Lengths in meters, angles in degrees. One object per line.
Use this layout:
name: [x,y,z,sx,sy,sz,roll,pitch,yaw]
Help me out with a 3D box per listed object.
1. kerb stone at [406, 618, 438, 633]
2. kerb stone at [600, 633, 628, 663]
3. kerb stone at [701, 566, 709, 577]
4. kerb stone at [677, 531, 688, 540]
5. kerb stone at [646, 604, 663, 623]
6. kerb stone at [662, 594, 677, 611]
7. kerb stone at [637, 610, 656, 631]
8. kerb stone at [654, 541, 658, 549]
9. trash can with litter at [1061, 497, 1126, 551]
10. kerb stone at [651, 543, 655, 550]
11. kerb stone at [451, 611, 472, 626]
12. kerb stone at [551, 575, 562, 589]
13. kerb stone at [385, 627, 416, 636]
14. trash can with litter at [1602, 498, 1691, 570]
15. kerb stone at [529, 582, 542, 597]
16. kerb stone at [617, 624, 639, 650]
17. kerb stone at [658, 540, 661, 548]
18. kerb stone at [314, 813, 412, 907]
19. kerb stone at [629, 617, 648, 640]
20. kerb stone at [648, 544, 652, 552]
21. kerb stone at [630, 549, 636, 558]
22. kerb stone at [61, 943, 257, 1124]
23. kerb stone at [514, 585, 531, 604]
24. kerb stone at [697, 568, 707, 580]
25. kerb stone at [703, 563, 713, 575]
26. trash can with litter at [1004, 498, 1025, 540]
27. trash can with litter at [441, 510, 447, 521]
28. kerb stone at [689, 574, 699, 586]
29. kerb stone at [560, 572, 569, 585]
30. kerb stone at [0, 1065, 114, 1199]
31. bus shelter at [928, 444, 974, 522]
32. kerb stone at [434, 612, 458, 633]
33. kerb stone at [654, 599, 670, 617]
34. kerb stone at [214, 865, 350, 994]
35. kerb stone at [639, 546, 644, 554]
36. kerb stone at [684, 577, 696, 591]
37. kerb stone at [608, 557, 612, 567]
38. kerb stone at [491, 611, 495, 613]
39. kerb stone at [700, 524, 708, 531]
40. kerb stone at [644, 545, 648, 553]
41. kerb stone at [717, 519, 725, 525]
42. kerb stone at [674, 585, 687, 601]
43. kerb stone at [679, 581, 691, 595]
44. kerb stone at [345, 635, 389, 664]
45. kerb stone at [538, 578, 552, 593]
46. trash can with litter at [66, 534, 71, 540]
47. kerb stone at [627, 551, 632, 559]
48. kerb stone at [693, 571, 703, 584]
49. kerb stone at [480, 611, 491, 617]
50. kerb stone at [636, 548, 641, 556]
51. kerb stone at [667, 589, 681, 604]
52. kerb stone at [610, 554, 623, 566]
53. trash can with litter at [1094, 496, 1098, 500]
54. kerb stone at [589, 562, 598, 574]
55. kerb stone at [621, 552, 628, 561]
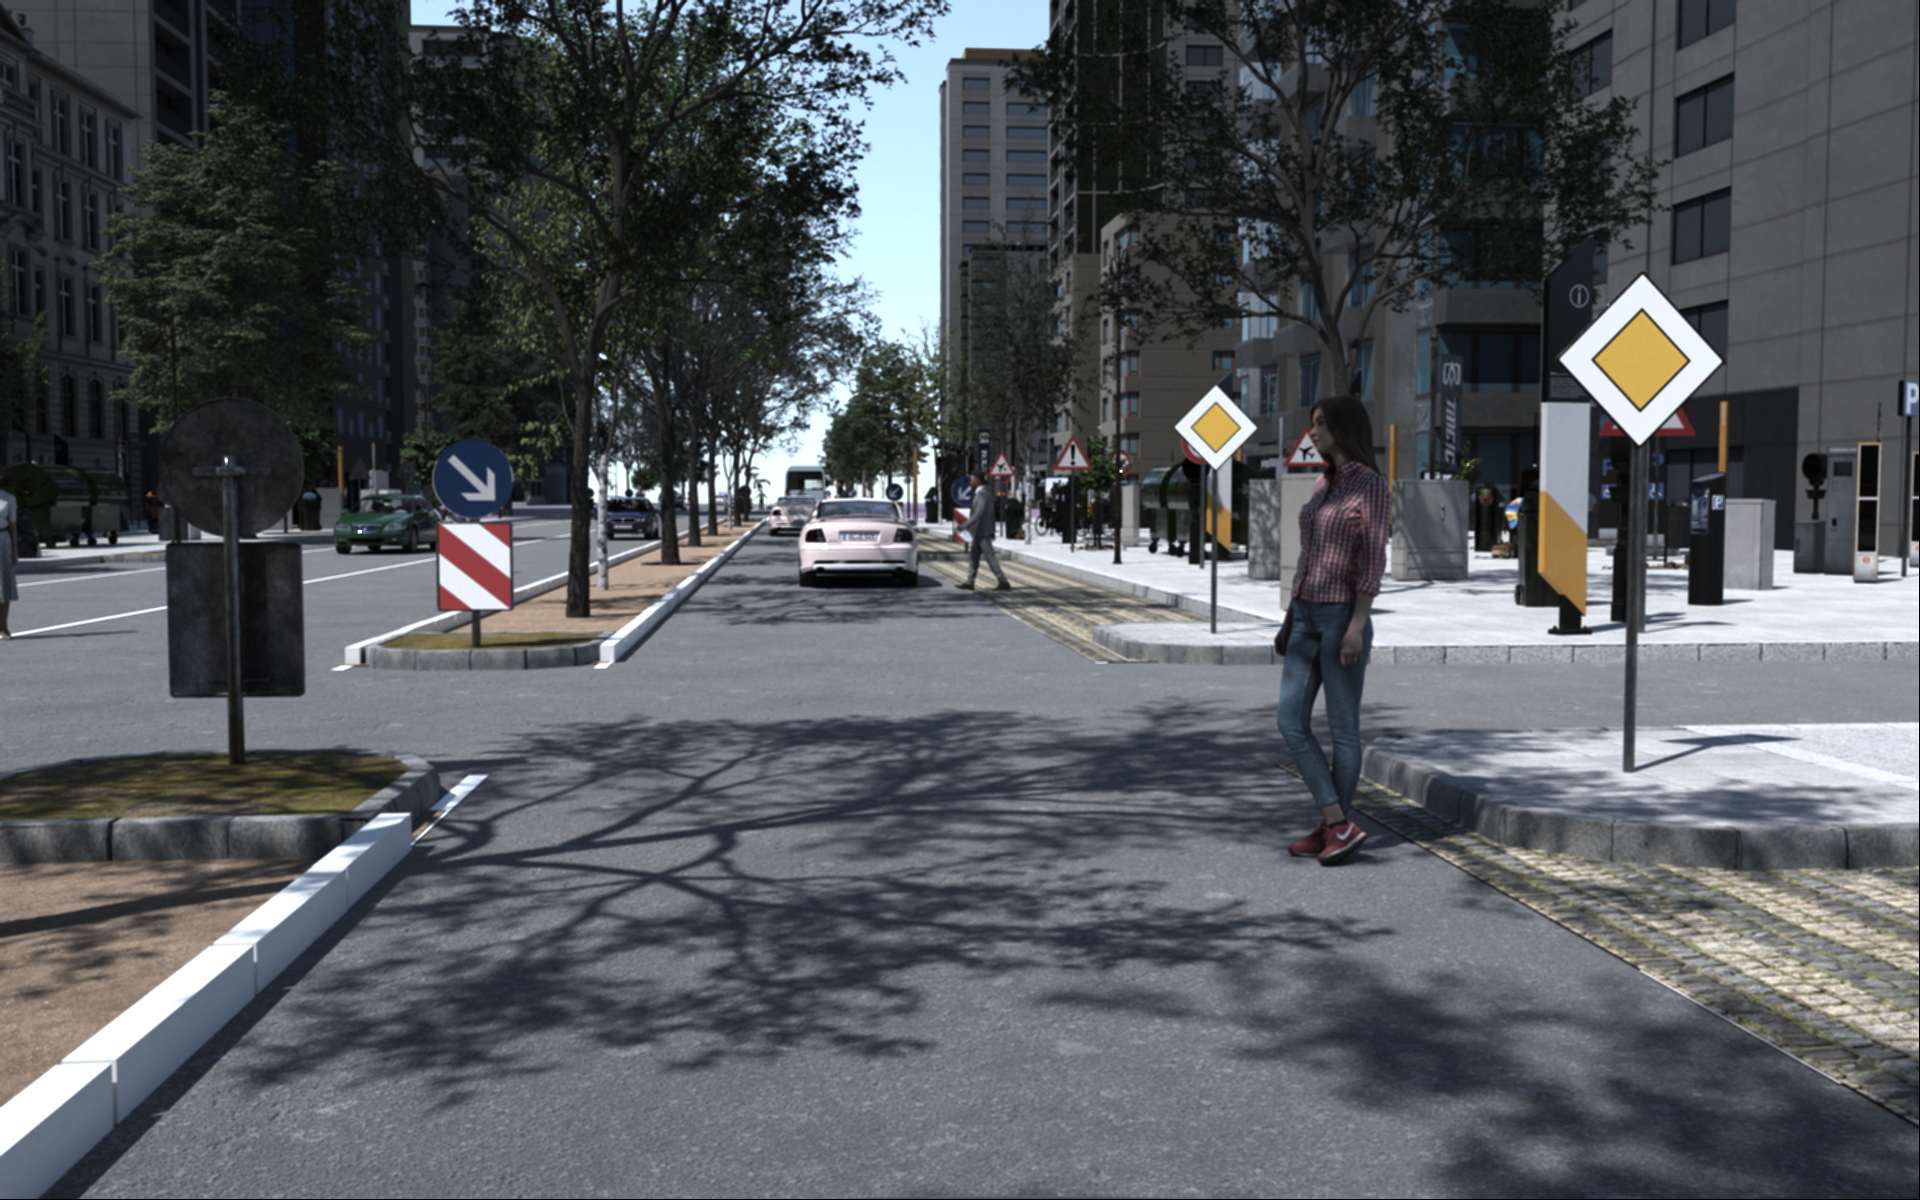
kerb stone: [-5.325,0.316,17.024,0.120,0.150,1.000,0,4,-5]
kerb stone: [-3.044,0.428,15.202,0.120,0.150,1.000,0,4,-5]
kerb stone: [-4.395,-0.444,29.478,0.120,0.150,1.000,0,4,-5]
kerb stone: [-9.099,-2.120,56.855,0.120,0.150,1.000,0,4,-5]
kerb stone: [-3.433,0.177,19.294,0.120,0.150,1.000,0,4,-5]
kerb stone: [-3.616,0.057,21.334,0.120,0.150,1.000,0,4,-5]
kerb stone: [-3.331,0.240,18.270,0.120,0.150,1.000,0,4,-5]
kerb stone: [-7.933,-1.368,44.605,0.120,0.150,1.000,0,4,-5]
trash can with litter: [3.012,-1.781,40.177,1.678,1.210,2.233,1,4,15]
kerb stone: [-7.831,-1.306,43.581,0.120,0.150,1.000,0,4,-5]
kerb stone: [-5.515,0.191,19.073,0.120,0.150,1.000,0,4,-5]
kerb stone: [-6.195,-0.247,26.237,0.120,0.150,1.000,0,4,-5]
kerb stone: [-5.221,0.384,16.002,0.120,0.150,1.000,0,4,-5]
trash can with litter: [12.050,-1.160,30.021,2.233,1.210,1.678,-1,4,-11]
kerb stone: [-6.007,-0.120,24.191,0.120,0.150,1.000,0,4,-5]
kerb stone: [-3.139,0.365,16.228,0.120,0.150,1.000,0,4,-5]
kerb stone: [-8.040,-1.430,45.622,0.120,0.150,1.000,0,4,-5]
kerb stone: [-2.219,0.962,6.466,0.120,0.150,1.000,0,4,-5]
kerb stone: [-3.234,0.304,17.249,0.120,0.150,1.000,0,4,-5]
kerb stone: [-7.732,-1.242,42.564,0.120,0.150,1.000,0,4,-5]
kerb stone: [-7.352,-0.996,38.478,0.120,0.150,1.000,0,4,-5]
kerb stone: [-2.021,1.087,4.426,0.120,0.150,1.000,0,4,-5]
kerb stone: [-5.913,-0.059,23.164,0.120,0.150,1.000,0,4,-5]
kerb stone: [-4.292,-0.383,28.461,0.120,0.150,1.000,0,4,-5]
kerb stone: [-4.485,-0.505,30.496,0.120,0.150,1.000,0,4,-5]
trash can with litter: [1.680,-2.297,48.938,0.624,1.170,1.055,-2,4,-29]
trash can with litter: [-24.526,-4.350,82.503,1.055,1.170,0.624,2,4,35]
kerb stone: [-4.106,-0.259,26.425,0.120,0.150,1.000,0,4,-5]
kerb stone: [-6.294,-0.308,27.254,0.120,0.150,1.000,0,4,-5]
kerb stone: [-1.924,1.150,3.404,0.120,0.150,1.000,0,4,-5]
bus shelter: [-0.428,-5.601,82.864,1.731,3.624,6.357,0,4,-6]
kerb stone: [-5.419,0.258,18.042,0.120,0.150,1.000,0,4,-5]
kerb stone: [-3.527,0.119,20.312,0.120,0.150,1.000,0,4,-5]
kerb stone: [-2.119,1.024,5.449,0.120,0.150,1.000,0,4,-5]
kerb stone: [-7.547,-1.120,40.515,0.120,0.150,1.000,0,4,-5]
kerb stone: [-4.004,-0.196,25.403,0.120,0.150,1.000,0,4,-5]
kerb stone: [-6.871,-0.684,33.382,0.120,0.150,1.000,0,4,-5]
kerb stone: [-5.712,0.066,21.123,0.120,0.150,1.000,0,4,-5]
kerb stone: [-10.345,-2.930,70.104,0.120,0.150,1.000,0,4,-5]
kerb stone: [-7.645,-1.178,41.533,0.120,0.150,1.000,0,4,-5]
kerb stone: [-11.793,-3.865,85.393,0.120,0.150,1.000,0,4,-5]
kerb stone: [-3.813,-0.072,23.368,0.120,0.150,1.000,0,4,-5]
kerb stone: [-3.909,-0.134,24.385,0.120,0.150,1.000,0,4,-5]
kerb stone: [-5.127,0.441,14.980,0.120,0.150,1.000,0,4,-5]
kerb stone: [-6.105,-0.185,25.219,0.120,0.150,1.000,0,4,-5]
trash can with litter: [-25.227,-2.265,48.421,0.624,1.170,1.055,-1,4,-18]
kerb stone: [-7.259,-0.933,37.452,0.120,0.150,1.000,0,4,-5]
kerb stone: [-4.202,-0.321,27.443,0.120,0.150,1.000,0,4,-5]
kerb stone: [-5.617,0.128,20.098,0.120,0.150,1.000,0,4,-5]
kerb stone: [-7.450,-1.058,39.495,0.120,0.150,1.000,0,4,-5]
kerb stone: [-3.724,-0.009,22.350,0.120,0.150,1.000,0,4,-5]
kerb stone: [-7.065,-0.809,35.417,0.120,0.150,1.000,0,4,-5]
trash can with litter: [6.817,-4.635,87.172,0.624,1.170,1.055,1,4,10]
kerb stone: [-6.773,-0.622,32.363,0.120,0.150,1.000,0,4,-5]
kerb stone: [-7.158,-0.869,36.435,0.120,0.150,1.000,0,4,-5]
